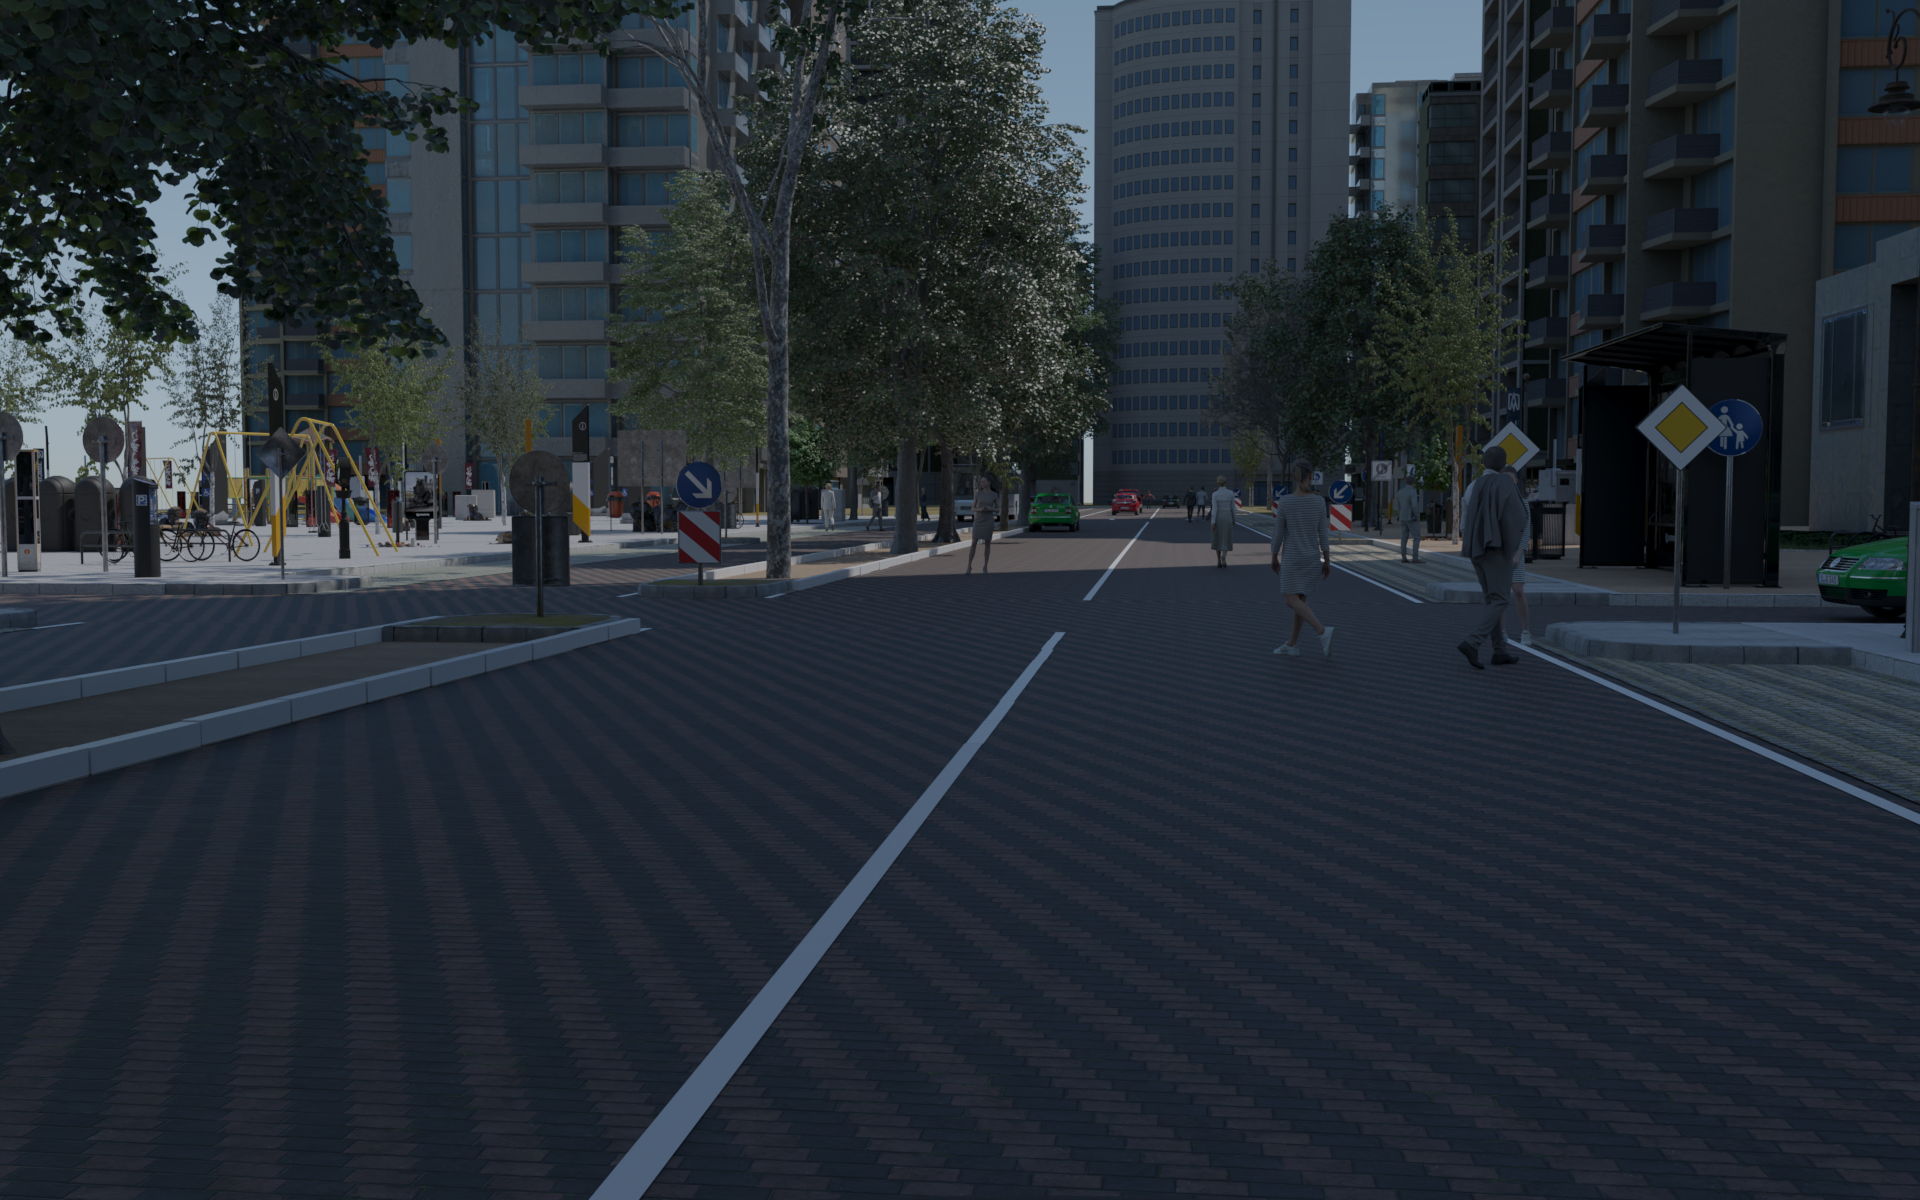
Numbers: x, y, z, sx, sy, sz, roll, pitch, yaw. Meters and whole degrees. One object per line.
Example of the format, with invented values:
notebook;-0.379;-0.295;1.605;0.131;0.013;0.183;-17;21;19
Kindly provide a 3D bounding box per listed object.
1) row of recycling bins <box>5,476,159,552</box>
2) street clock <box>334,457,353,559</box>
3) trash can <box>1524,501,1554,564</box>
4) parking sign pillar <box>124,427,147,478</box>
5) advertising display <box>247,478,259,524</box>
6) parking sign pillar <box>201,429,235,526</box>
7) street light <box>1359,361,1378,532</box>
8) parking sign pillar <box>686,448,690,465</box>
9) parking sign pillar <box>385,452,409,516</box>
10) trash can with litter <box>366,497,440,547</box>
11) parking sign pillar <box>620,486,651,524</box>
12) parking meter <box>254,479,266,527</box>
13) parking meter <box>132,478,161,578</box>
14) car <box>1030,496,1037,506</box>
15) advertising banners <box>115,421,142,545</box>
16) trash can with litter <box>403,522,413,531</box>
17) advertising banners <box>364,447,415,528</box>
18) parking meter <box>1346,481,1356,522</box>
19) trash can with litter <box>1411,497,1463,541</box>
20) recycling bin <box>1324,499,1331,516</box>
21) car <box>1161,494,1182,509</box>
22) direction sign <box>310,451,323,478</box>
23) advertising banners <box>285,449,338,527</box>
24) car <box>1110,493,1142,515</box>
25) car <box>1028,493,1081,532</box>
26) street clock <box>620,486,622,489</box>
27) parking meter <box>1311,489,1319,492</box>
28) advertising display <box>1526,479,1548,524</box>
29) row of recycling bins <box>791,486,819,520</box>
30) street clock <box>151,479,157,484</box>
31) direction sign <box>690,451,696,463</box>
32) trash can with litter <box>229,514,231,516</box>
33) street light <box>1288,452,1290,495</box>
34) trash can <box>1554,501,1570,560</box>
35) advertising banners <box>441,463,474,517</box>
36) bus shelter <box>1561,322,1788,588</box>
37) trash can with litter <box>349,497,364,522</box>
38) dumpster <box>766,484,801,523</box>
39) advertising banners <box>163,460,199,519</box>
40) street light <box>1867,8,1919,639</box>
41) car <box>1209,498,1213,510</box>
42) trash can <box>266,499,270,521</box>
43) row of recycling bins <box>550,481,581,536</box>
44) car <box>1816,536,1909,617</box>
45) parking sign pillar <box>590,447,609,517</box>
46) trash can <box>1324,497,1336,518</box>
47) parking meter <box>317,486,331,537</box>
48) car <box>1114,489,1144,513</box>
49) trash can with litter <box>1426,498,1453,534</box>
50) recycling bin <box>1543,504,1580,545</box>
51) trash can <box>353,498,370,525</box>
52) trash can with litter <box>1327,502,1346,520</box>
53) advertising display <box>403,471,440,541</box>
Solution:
row of recycling bins;-19.690;-1.934;38.730;3.534;1.692;1.069;0;4;3
street clock;-12.196;-1.817;34.276;0.358;2.002;0.471;-2;4;-31
trash can;10.412;-1.255;32.174;0.748;1.137;0.748;0;3;0
parking sign pillar;-32.750;-4.913;68.800;1.447;3.967;1.447;0;4;-6
advertising display;-29.145;-4.050;71.437;0.123;1.923;0.974;0;4;0
parking sign pillar;-30.629;-5.057;71.149;1.447;3.967;1.447;0;4;6
street light;13.890;-5.274;59.016;0.468;5.910;1.993;0;4;7
parking sign pillar;-15.954;-6.891;101.144;1.447;3.967;1.447;-1;4;-10
parking sign pillar;-33.205;-6.960;102.273;1.447;3.967;1.447;-1;4;-19
trash can with litter;-13.699;-1.921;42.461;1.678;1.210;2.233;-1;4;-21
parking sign pillar;-14.035;-5.295;75.045;1.447;3.967;1.447;3;4;38
parking meter;-27.722;-3.845;68.574;0.399;1.863;0.255;1;4;17
parking meter;-12.543;-1.119;26.701;0.372;1.533;0.369;0;3;0
car;5.221;-6.441;117.897;1.945;1.354;3.894;1;4;8
advertising banners;-20.343;-2.788;41.776;2.074;3.025;0.090;2;4;30
trash can with litter;-19.115;-3.016;60.694;1.055;1.170;0.624;-1;4;-20
advertising banners;-21.315;-4.221;65.204;2.074;3.025;0.090;-2;4;-26
parking meter;17.939;-4.515;79.531;0.255;1.863;0.399;-3;5;-40
trash can with litter;13.281;-2.254;47.904;2.233;1.210;1.678;-2;4;-24
recycling bin;20.275;-5.138;96.556;0.722;1.027;0.722;0;4;1
car;20.774;-9.818;170.308;2.009;1.686;4.222;0;4;7
direction sign;-34.183;-6.115;91.977;0.379;3.537;0.876;2;4;35
advertising banners;-25.151;-4.338;67.122;2.074;3.025;0.090;-1;4;-13
car;11.263;-6.646;117.698;2.155;1.783;4.494;0;4;7
car;3.663;-3.544;66.744;1.959;1.807;4.718;0;4;7
street clock;-19.423;-5.860;100.383;0.471;2.002;0.358;1;4;18
parking meter;17.529;-4.715;85.502;0.372;1.533;0.369;0;3;0
advertising display;24.576;-4.199;73.859;0.974;1.923;0.123;3;4;37
row of recycling bins;-8.185;-4.852;86.444;1.069;1.692;3.534;2;4;26
street clock;-38.756;-4.797;83.004;0.471;2.002;0.358;-1;4;-17
direction sign;-13.677;-5.920;88.795;0.379;3.537;0.876;1;4;12
trash can with litter;-40.926;-5.141;95.110;2.233;1.210;1.678;0;4;6
street light;18.582;-7.644;97.765;0.468;5.910;1.993;0;4;7
trash can;11.548;-1.363;33.945;0.748;1.137;0.748;0;3;0
advertising banners;-28.132;-6.147;96.698;2.074;3.025;0.090;-2;4;-34
bus shelter;10.821;-2.168;26.731;1.731;3.624;6.357;0;4;7
trash can with litter;-27.800;-4.156;79.343;1.055;1.170;0.624;2;4;28
dumpster;-7.958;-4.426;78.121;1.264;1.857;1.865;0;4;7
advertising banners;-40.612;-5.760;90.369;0.090;3.025;2.074;2;4;34
street light;8.469;-2.596;15.235;0.468;5.910;1.993;0;4;7
car;23.327;-8.905;155.380;2.009;1.686;4.222;1;4;8
trash can;-31.413;-4.133;79.228;0.748;1.137;0.748;0;3;0
row of recycling bins;-12.463;-2.927;54.975;1.069;1.692;3.534;0;4;-7
car;12.112;-0.642;19.293;4.718;1.807;1.959;0;4;5
parking sign pillar;-20.791;-6.798;99.616;1.447;3.967;1.447;2;4;30
trash can;19.935;-4.985;93.152;0.748;1.137;0.748;0;3;0
parking meter;-18.941;-2.640;51.576;0.372;1.533;0.369;0;3;0
car;12.899;-7.566;132.374;2.281;1.827;5.304;0;4;5
trash can with litter;15.633;-2.737;56.133;1.055;1.170;0.624;1;4;18
recycling bin;15.201;-1.901;43.638;0.722;1.027;0.722;-2;4;-27
trash can;-24.679;-3.656;71.437;0.748;1.137;0.748;0;3;0
trash can with litter;19.133;-4.584;86.006;1.678;1.210;2.233;-1;4;-18
advertising display;-14.908;-2.614;47.960;0.974;1.923;0.123;-2;4;-34
